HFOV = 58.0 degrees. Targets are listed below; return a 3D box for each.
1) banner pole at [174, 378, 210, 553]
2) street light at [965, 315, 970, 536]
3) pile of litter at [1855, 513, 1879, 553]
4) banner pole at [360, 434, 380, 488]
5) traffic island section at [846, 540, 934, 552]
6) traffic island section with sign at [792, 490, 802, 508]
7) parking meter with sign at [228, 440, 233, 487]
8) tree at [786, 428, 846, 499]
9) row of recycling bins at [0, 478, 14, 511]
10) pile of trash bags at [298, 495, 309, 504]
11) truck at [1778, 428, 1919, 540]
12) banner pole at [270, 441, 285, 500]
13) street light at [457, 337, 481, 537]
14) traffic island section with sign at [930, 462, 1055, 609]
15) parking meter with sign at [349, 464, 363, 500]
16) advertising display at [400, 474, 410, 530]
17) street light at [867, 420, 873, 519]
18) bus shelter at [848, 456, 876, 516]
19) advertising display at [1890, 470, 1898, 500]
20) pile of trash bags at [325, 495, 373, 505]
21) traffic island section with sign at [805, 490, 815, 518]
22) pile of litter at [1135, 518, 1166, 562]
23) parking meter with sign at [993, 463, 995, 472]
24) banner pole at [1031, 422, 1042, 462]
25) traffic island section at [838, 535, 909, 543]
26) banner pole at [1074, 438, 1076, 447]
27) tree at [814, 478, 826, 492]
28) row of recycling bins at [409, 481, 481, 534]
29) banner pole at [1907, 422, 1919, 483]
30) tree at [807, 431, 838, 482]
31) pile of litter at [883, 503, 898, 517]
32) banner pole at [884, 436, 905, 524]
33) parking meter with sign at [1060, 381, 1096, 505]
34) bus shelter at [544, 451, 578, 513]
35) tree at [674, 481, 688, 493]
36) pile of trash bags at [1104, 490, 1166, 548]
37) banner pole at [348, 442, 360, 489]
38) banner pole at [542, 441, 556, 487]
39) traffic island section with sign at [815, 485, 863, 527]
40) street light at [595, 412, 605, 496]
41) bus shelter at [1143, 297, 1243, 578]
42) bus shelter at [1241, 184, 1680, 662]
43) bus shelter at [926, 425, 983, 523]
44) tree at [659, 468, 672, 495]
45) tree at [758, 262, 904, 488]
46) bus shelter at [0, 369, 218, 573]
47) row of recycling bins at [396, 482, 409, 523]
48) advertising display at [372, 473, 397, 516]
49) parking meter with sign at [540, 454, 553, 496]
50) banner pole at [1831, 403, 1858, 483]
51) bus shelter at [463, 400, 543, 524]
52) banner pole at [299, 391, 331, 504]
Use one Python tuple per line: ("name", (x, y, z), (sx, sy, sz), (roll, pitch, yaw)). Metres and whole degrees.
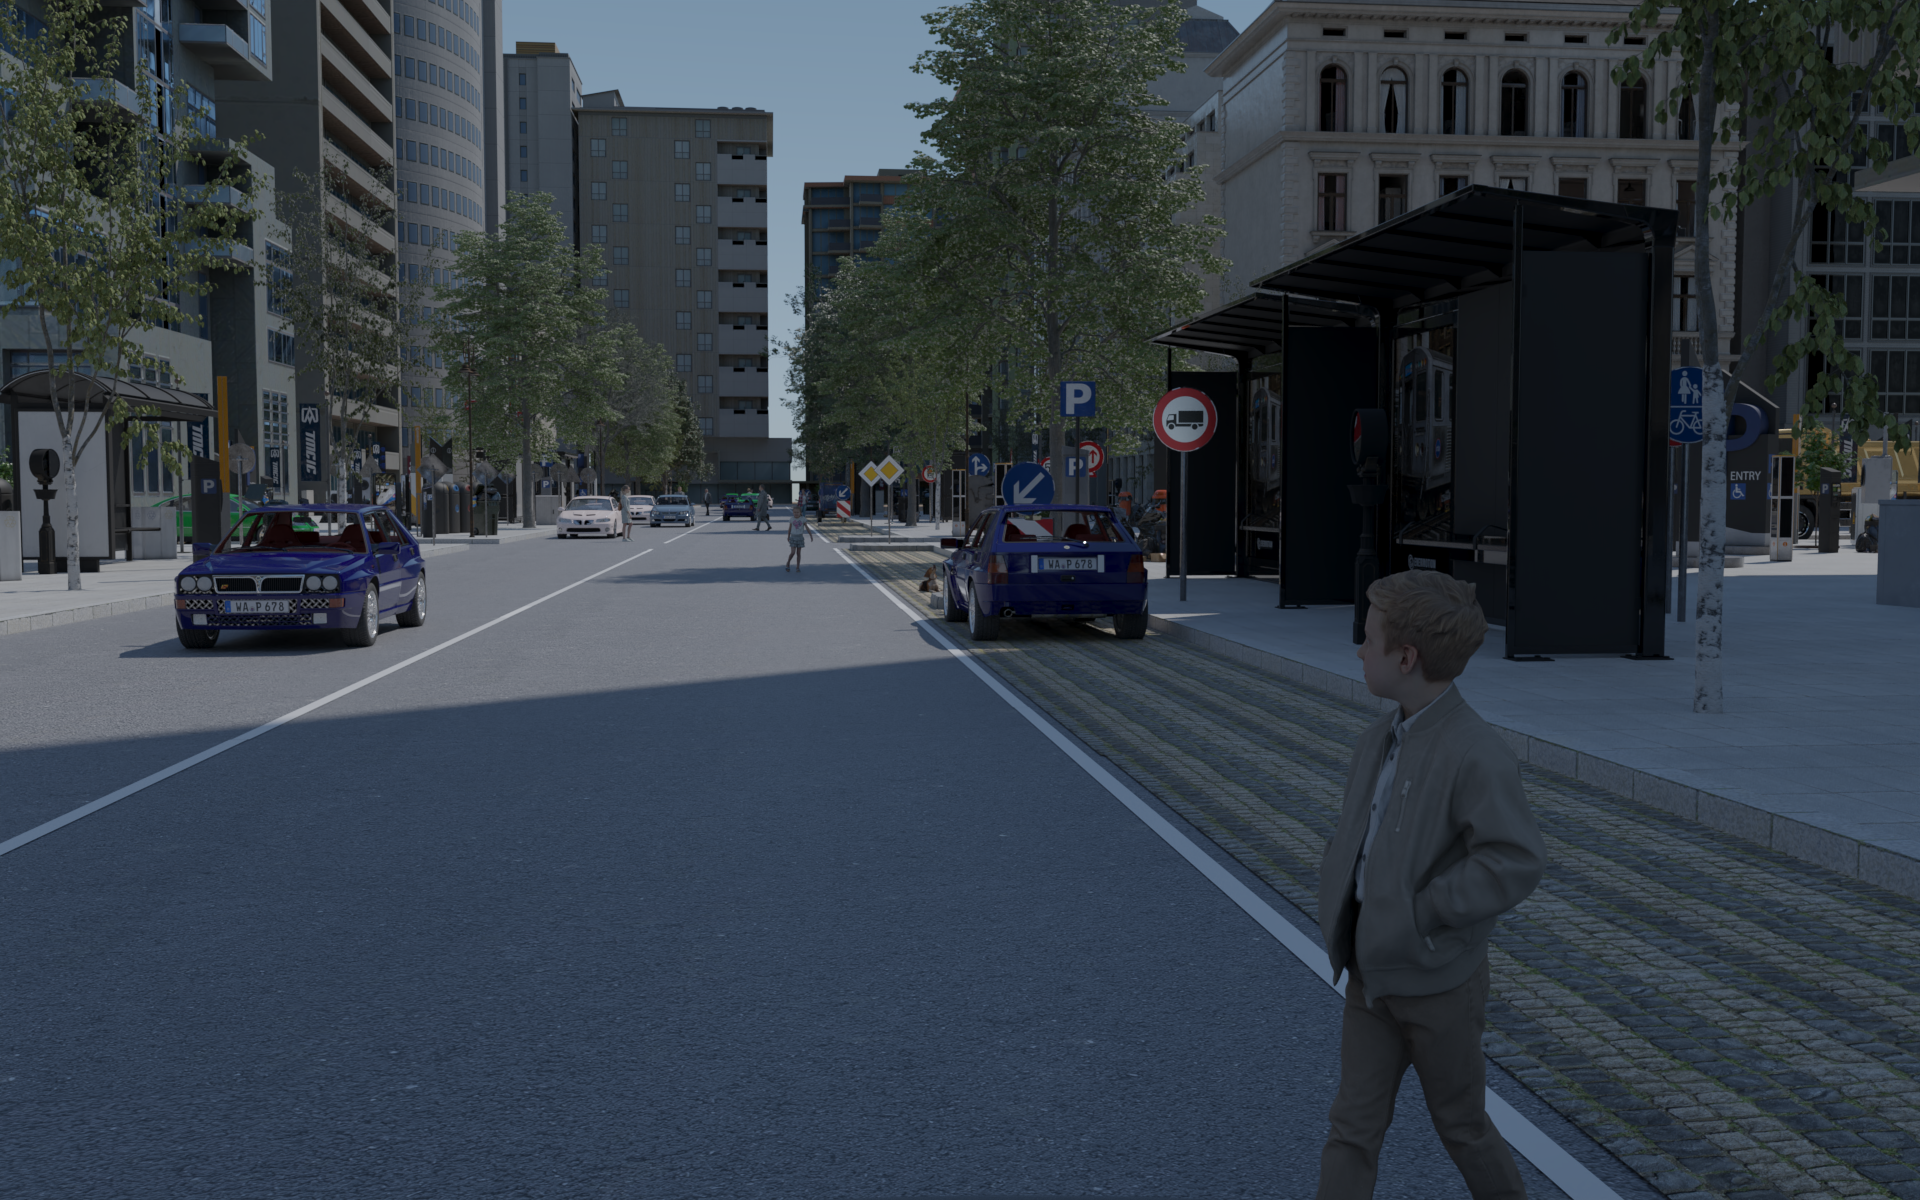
("banner pole", (-16.698, -2.911, 37.609), (0.863, 3.779, 0.401), (-3, 5, -39))
("street light", (0.180, -4.343, 43.799), (0.468, 5.910, 1.993), (0, 4, -6))
("pile of litter", (20.358, -1.471, 38.021), (1.719, 0.858, 1.176), (-2, 4, -29))
("banner pole", (-24.639, -5.067, 72.865), (0.401, 3.779, 0.863), (1, 4, 21))
("traffic island section", (-1.785, -1.348, 44.326), (2.009, 0.180, 2.903), (0, 4, -6))
("traffic island section with sign", (-13.659, -8.856, 153.424), (1.989, 1.847, 2.006), (0, 4, -6))
("parking meter with sign", (-24.382, -3.642, 55.800), (1.738, 3.016, 0.543), (-3, 5, -44))
("tree", (-15.900, -15.879, 194.027), (8.767, 10.594, 7.601), (1, 4, 22))
("row of recycling bins", (-22.175, -2.052, 40.661), (3.534, 1.692, 1.069), (0, 4, -5))
("pile of trash bags", (-37.360, -5.324, 96.793), (1.912, 1.369, 3.447), (-2, 4, -26))
("truck", (26.275, -3.416, 51.773), (9.791, 3.379, 3.469), (0, 4, -8))
("banner pole", (-31.949, -5.581, 81.261), (0.863, 3.779, 0.401), (0, 4, -2))
("street light", (-14.447, -4.790, 51.101), (0.468, 5.910, 1.993), (0, 4, -6))
("traffic island section with sign", (0.651, -0.817, 21.987), (1.989, 1.847, 2.006), (0, 4, -6))
("parking meter with sign", (-34.943, -6.384, 100.634), (0.543, 3.016, 1.738), (-3, 5, -42))
("advertising display", (-17.833, -3.086, 55.673), (0.123, 1.923, 0.974), (-2, 4, -26))
("street light", (-4.490, -7.013, 87.444), (0.468, 5.910, 1.993), (0, 4, -6))
("bus shelter", (-6.144, -7.061, 106.733), (1.731, 3.624, 6.357), (0, 4, -6))
("advertising display", (24.772, -2.514, 46.325), (0.974, 1.923, 0.123), (-3, 4, -36))
("pile of trash bags", (-26.710, -4.092, 76.663), (3.447, 1.369, 1.912), (2, 4, 30))
("traffic island section with sign", (-8.289, -5.832, 103.987), (1.989, 1.847, 2.006), (0, 4, -6))
("pile of litter", (3.966, -1.161, 32.952), (1.719, 0.858, 1.176), (1, 4, 18))
("parking meter with sign", (2.736, -6.100, 95.988), (1.738, 3.016, 0.543), (-1, 4, -17))
("banner pole", (2.680, -4.287, 60.101), (0.401, 3.779, 0.863), (2, 4, 31))
("traffic island section", (-2.649, -1.834, 52.264), (2.009, 0.180, 2.903), (0, 4, -6))
("banner pole", (5.311, -5.334, 77.221), (0.863, 3.779, 0.401), (-3, 4, -37))
("tree", (-16.158, -12.675, 201.837), (1.663, 3.219, 1.824), (0, 3, 0))
("row of recycling bins", (-16.623, -3.043, 56.860), (1.069, 1.692, 3.534), (1, 4, 11))
("banner pole", (32.785, -4.276, 59.935), (0.863, 3.779, 0.401), (2, 4, 25))
("tree", (-13.475, -13.823, 176.373), (4.360, 8.622, 3.978), (0, 3, 0))
("pile of litter", (-3.626, -4.933, 94.620), (1.176, 0.858, 1.719), (0, 4, -2))
("banner pole", (-2.852, -5.188, 74.843), (0.863, 3.779, 0.401), (-1, 4, -9))
("parking meter with sign", (1.866, -1.920, 27.645), (0.543, 3.016, 1.738), (0, 4, 3))
("bus shelter", (-20.486, -6.619, 85.858), (2.179, 5.291, 8.768), (0, 4, -6))
("tree", (-31.366, -12.233, 194.618), (1.663, 3.219, 1.824), (0, 3, 0))
("pile of trash bags", (3.950, -1.683, 37.273), (1.912, 1.369, 3.447), (1, 4, 22))
("banner pole", (-29.135, -5.711, 83.395), (0.401, 3.779, 0.863), (3, 5, 40))
("banner pole", (-18.976, -5.495, 79.863), (0.863, 3.779, 0.401), (-3, 5, -43))
("traffic island section with sign", (-5.302, -4.165, 76.720), (1.989, 1.847, 2.006), (0, 4, -6))
("street light", (-18.533, -7.132, 89.398), (0.468, 5.910, 1.993), (0, 4, -6))
("bus shelter", (3.960, -1.962, 23.359), (1.731, 3.624, 6.357), (0, 4, -6))
("bus shelter", (4.399, -1.533, 16.340), (1.731, 3.624, 6.357), (0, 4, -6))
("bus shelter", (-0.460, -6.400, 82.265), (2.179, 5.291, 8.768), (0, 4, -6))
("tree", (-28.085, -13.221, 166.528), (4.360, 8.622, 3.978), (0, 3, 0))
("tree", (-9.957, -17.500, 142.008), (12.611, 20.169, 13.585), (0, 3, 0))
("bus shelter", (-14.938, -2.252, 30.744), (2.014, 3.302, 5.546), (0, 4, -6))
("row of recycling bins", (-20.328, -3.365, 62.130), (1.069, 1.692, 3.534), (-2, 4, -26))
("advertising display", (-17.494, -2.902, 52.665), (0.123, 1.923, 0.974), (1, 4, 20))
("parking meter with sign", (-17.944, -4.818, 75.039), (0.543, 3.016, 1.738), (-1, 4, -10))
("banner pole", (24.279, -3.529, 47.717), (0.863, 3.779, 0.401), (3, 4, 36))
("bus shelter", (-20.150, -6.011, 75.913), (2.179, 5.291, 8.768), (0, 4, -6))
("banner pole", (-15.550, -3.177, 41.960), (0.863, 3.779, 0.401), (-1, 4, -21))
